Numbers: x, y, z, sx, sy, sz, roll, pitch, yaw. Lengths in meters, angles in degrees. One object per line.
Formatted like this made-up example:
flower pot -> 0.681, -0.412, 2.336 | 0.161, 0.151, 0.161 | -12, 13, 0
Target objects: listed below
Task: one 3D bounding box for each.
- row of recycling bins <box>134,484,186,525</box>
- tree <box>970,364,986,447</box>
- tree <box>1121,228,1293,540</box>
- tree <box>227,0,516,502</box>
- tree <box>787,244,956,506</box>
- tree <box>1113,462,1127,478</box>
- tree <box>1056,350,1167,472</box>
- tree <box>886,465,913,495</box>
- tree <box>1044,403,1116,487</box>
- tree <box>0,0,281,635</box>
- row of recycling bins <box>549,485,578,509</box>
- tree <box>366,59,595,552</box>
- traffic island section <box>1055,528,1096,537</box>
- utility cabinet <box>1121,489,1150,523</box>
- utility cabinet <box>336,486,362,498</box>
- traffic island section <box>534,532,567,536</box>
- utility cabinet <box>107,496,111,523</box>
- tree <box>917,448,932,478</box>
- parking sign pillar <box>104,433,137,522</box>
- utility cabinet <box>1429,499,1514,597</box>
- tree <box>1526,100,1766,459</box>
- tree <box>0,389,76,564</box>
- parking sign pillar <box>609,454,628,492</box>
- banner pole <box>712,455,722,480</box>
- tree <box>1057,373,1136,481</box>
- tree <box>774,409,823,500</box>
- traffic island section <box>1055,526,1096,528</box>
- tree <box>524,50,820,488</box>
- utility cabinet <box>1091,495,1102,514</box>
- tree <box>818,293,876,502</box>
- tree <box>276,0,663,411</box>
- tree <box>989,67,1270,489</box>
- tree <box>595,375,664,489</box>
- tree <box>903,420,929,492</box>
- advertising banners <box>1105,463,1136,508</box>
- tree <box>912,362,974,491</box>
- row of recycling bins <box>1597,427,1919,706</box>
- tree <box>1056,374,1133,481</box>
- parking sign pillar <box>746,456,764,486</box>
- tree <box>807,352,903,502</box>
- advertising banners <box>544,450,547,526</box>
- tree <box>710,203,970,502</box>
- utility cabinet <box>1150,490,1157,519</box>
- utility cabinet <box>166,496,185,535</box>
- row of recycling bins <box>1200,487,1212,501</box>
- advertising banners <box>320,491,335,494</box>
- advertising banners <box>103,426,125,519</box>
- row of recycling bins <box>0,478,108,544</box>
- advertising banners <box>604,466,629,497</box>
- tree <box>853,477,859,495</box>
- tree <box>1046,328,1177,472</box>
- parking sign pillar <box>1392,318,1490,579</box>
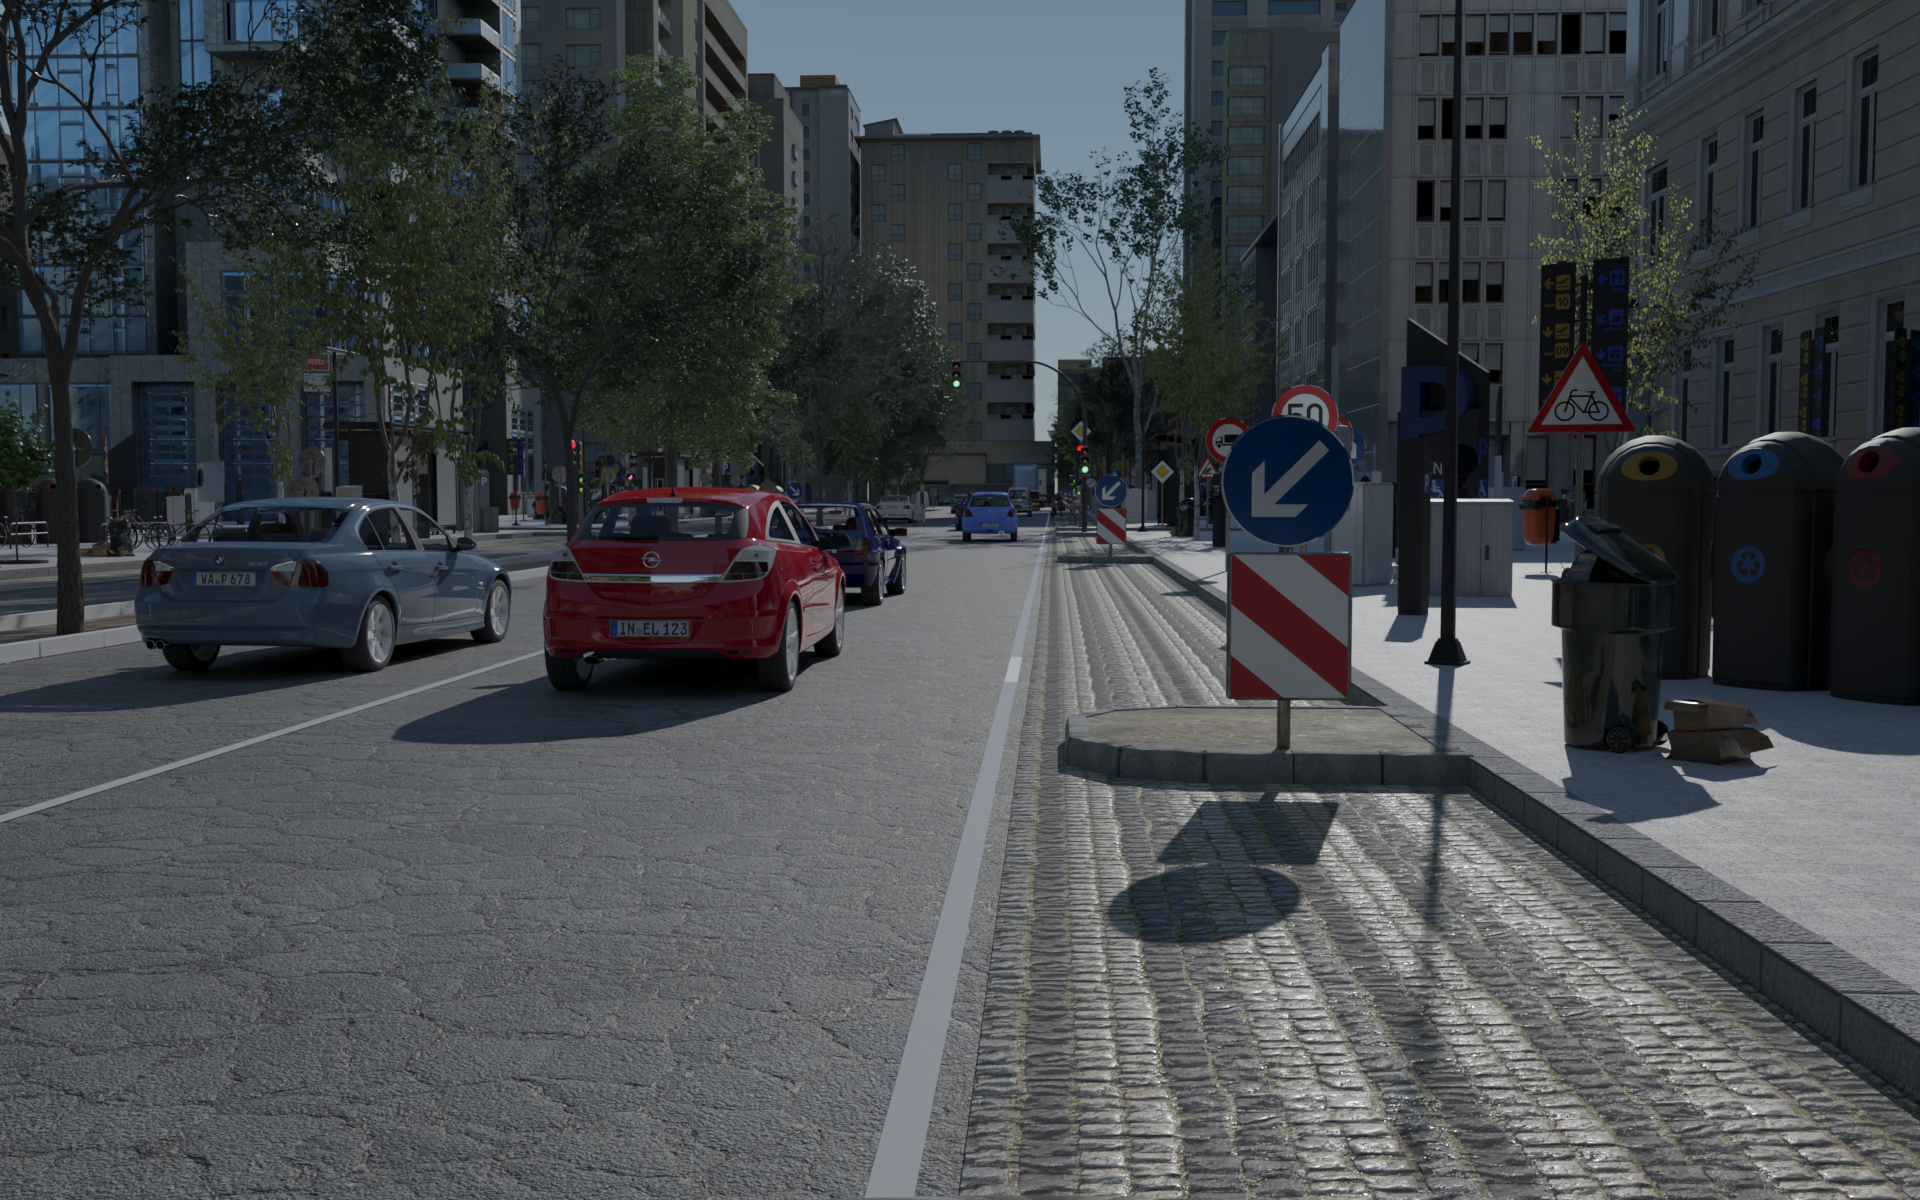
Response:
row of recycling bins -> -33.777, -4.039, 73.154 | 1.069, 1.692, 3.534 | 0, 4, 3
tree -> -3.306, -12.476, 116.807 | 12.009, 13.543, 11.850 | 0, 3, 0
tree -> 6.725, -5.970, 47.975 | 4.737, 8.622, 4.395 | 0, 3, 0
tree -> -7.900, -4.347, 23.892 | 4.737, 8.622, 4.395 | 0, 3, 0
tree -> -5.027, -10.998, 88.936 | 9.857, 13.997, 8.962 | 0, 3, 0
tree -> 9.536, -6.716, 104.400 | 1.663, 3.219, 1.824 | 0, 3, 0
tree -> 9.859, -10.855, 111.896 | 7.601, 10.594, 8.767 | -1, 4, -9
tree -> -9.530, -13.866, 161.125 | 7.601, 10.594, 8.767 | -2, 4, -27
tree -> 15.518, -19.088, 218.739 | 9.857, 13.997, 8.962 | 0, 3, 0
tree -> -8.990, -4.939, 17.625 | 8.767, 10.594, 7.601 | 0, 4, 3
row of recycling bins -> -18.723, -4.622, 82.685 | 1.069, 1.692, 3.534 | 0, 4, 4
tree -> -8.367, -4.690, 29.504 | 4.360, 8.622, 3.978 | 0, 3, 0
traffic island section -> 4.243, -2.235, 58.829 | 2.009, 0.180, 2.903 | 0, 4, 3
utility cabinet -> 7.673, -4.137, 76.320 | 1.173, 1.500, 0.318 | -2, 4, -29
utility cabinet -> -16.345, -2.303, 46.334 | 0.318, 1.500, 1.173 | -3, 4, -39
traffic island section -> -13.322, -2.294, 59.787 | 2.009, 0.180, 2.903 | 0, 4, 3
utility cabinet -> -34.519, -3.574, 69.595 | 0.306, 1.237, 1.020 | 3, 4, 37
tree -> -7.522, -17.307, 217.375 | 8.767, 10.594, 7.601 | -2, 4, -25
parking sign pillar -> -36.725, -5.339, 75.769 | 1.447, 3.967, 1.447 | 2, 4, 32
utility cabinet -> 6.386, -0.646, 21.717 | 1.020, 1.237, 0.306 | 0, 4, 5
tree -> 12.504, -5.036, 32.698 | 4.360, 8.622, 3.978 | 0, 3, 0
tree -> -17.576, -2.287, 32.000 | 1.663, 3.219, 1.824 | 0, 3, 0
parking sign pillar -> -22.908, -7.808, 116.129 | 1.447, 3.967, 1.447 | 3, 4, 37
banner pole -> -15.677, -7.474, 112.216 | 0.863, 3.779, 0.401 | -2, 4, -26
tree -> 12.739, -14.934, 162.294 | 7.486, 12.596, 7.792 | 0, 3, 0
tree -> -12.112, -10.968, 129.694 | 4.360, 8.622, 3.978 | 0, 3, 0
traffic island section -> 4.677, -2.723, 66.802 | 2.009, 0.180, 2.903 | 0, 4, 3
tree -> -7.555, -7.605, 44.927 | 7.486, 12.596, 7.792 | 0, 3, 0
utility cabinet -> 8.906, -6.177, 112.149 | 0.306, 1.237, 1.020 | -2, 4, -32
tree -> -7.267, -7.079, 52.612 | 8.767, 10.594, 7.601 | 0, 4, 3
tree -> -7.872, -6.032, 35.496 | 8.767, 10.594, 7.601 | 0, 4, 3
tree -> 7.692, -13.695, 79.803 | 12.611, 20.169, 13.585 | 0, 3, 0
tree -> -14.785, -7.742, 76.941 | 4.737, 8.622, 4.395 | 0, 3, 0
tree -> -3.758, -9.445, 107.249 | 4.737, 8.622, 4.395 | 0, 3, 0
advertising banners -> 9.059, -6.218, 97.859 | 2.074, 3.025, 0.090 | 0, 4, 7
tree -> -2.751, -12.283, 129.042 | 9.928, 11.665, 9.643 | 0, 3, 0
row of recycling bins -> 5.672, -0.251, 11.212 | 1.069, 1.692, 3.534 | -2, 4, -31
tree -> 12.076, -13.639, 148.754 | 9.928, 11.665, 9.643 | 0, 3, 0
parking sign pillar -> -13.161, -7.516, 111.355 | 1.447, 3.967, 1.447 | 3, 5, 40
tree -> -5.205, -7.884, 81.715 | 4.737, 8.622, 4.395 | 0, 3, 0
advertising banners -> -16.765, -4.517, 70.034 | 0.090, 3.025, 2.074 | -1, 4, -14
tree -> -5.925, -9.792, 72.932 | 12.009, 13.543, 11.850 | 0, 3, 0
utility cabinet -> 9.364, -4.824, 87.545 | 1.173, 1.500, 0.318 | 1, 4, 23
utility cabinet -> -23.624, -2.542, 52.723 | 0.306, 1.237, 1.020 | 2, 4, 27
row of recycling bins -> 15.056, -5.997, 105.161 | 3.534, 1.692, 1.069 | 2, 4, 25
advertising banners -> -25.176, -4.556, 70.678 | 2.074, 3.025, 0.090 | 0, 4, 2
advertising banners -> -21.616, -2.939, 44.236 | 0.090, 3.025, 2.074 | -3, 4, -37
row of recycling bins -> -23.998, -2.304, 44.791 | 3.534, 1.692, 1.069 | -3, 5, -43
advertising banners -> -21.209, -6.794, 107.274 | 2.074, 3.025, 0.090 | 2, 4, 25
tree -> -10.293, -10.979, 174.109 | 1.663, 3.219, 1.824 | 0, 3, 0
tree -> 10.977, -13.304, 127.884 | 12.009, 13.543, 11.850 | 0, 3, 0
parking sign pillar -> 7.293, -2.306, 26.175 | 1.447, 3.967, 1.447 | 3, 5, 41
